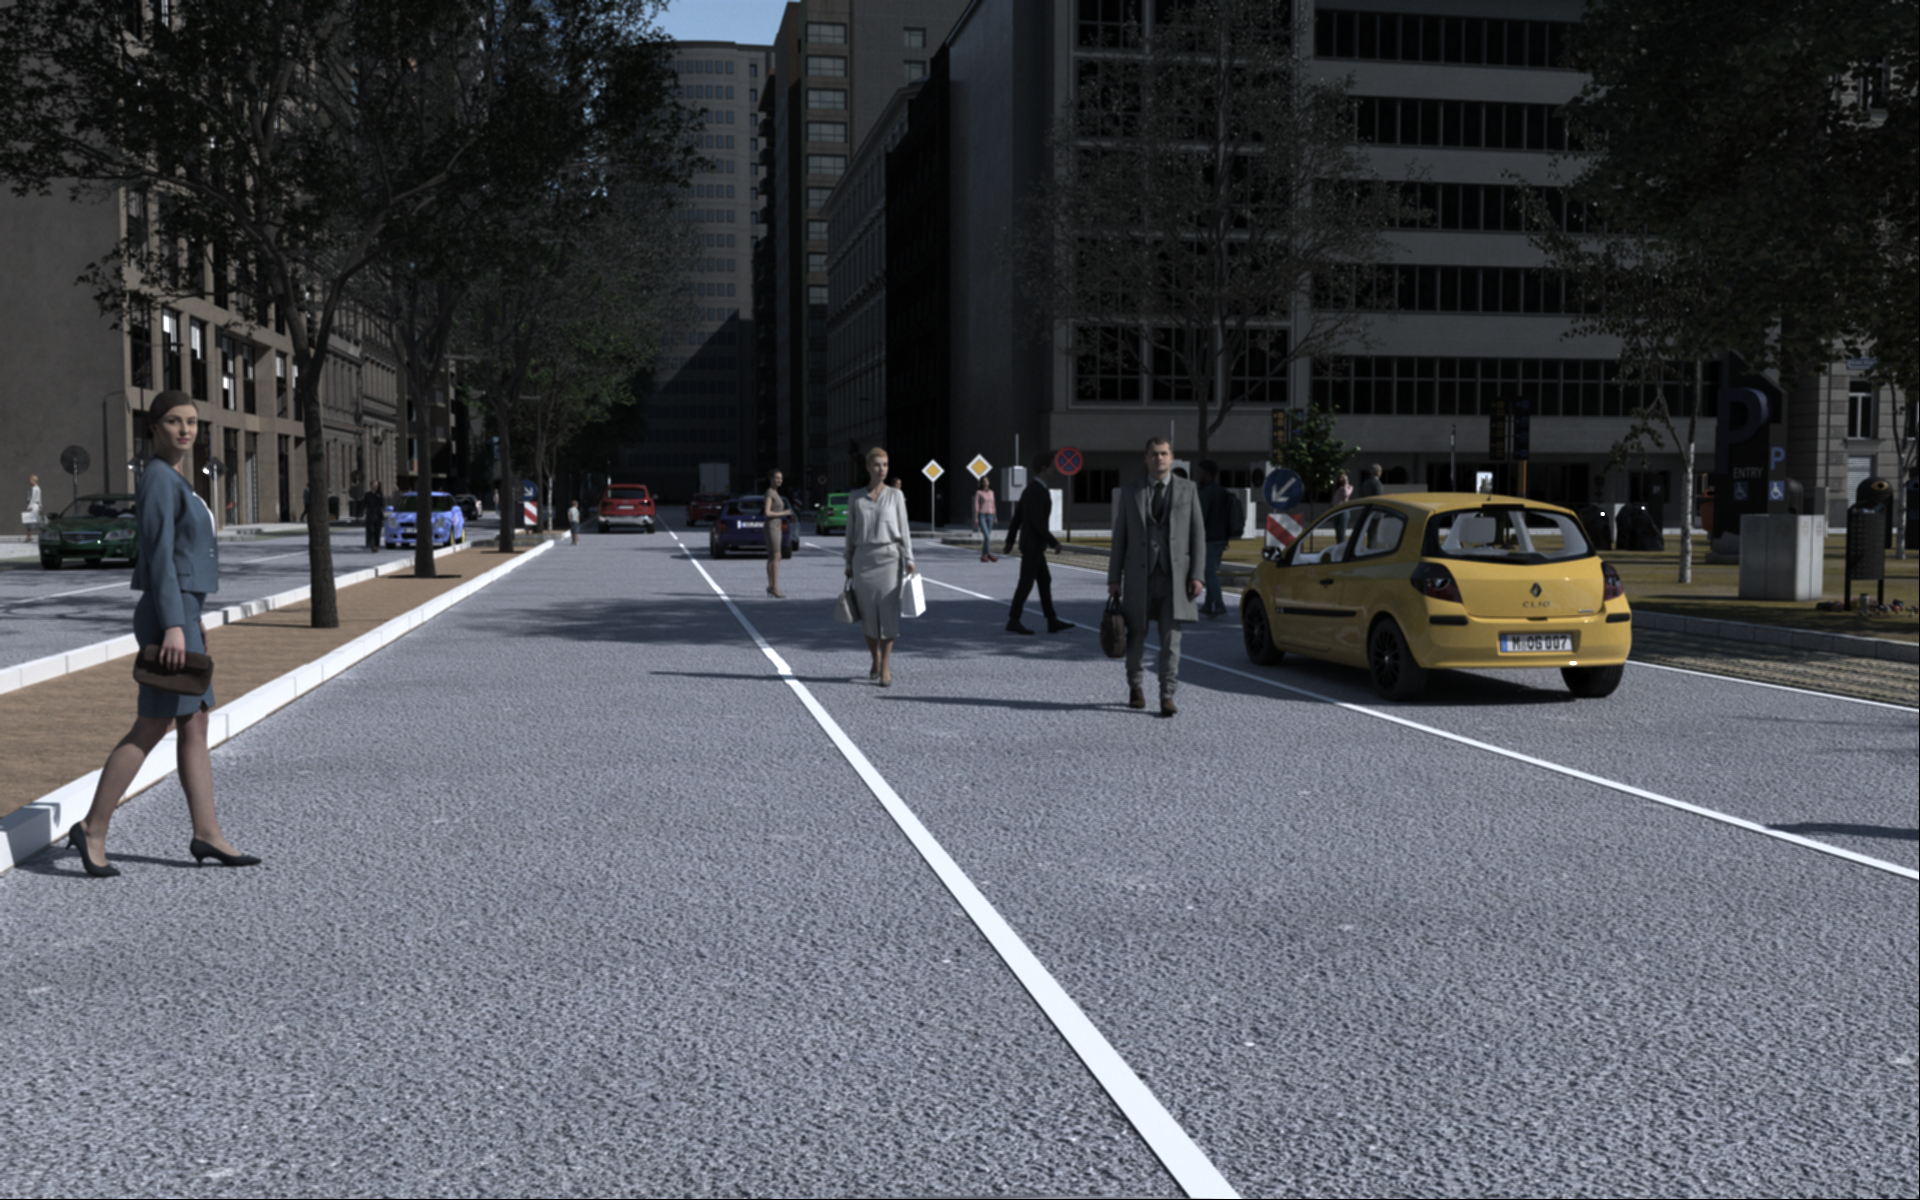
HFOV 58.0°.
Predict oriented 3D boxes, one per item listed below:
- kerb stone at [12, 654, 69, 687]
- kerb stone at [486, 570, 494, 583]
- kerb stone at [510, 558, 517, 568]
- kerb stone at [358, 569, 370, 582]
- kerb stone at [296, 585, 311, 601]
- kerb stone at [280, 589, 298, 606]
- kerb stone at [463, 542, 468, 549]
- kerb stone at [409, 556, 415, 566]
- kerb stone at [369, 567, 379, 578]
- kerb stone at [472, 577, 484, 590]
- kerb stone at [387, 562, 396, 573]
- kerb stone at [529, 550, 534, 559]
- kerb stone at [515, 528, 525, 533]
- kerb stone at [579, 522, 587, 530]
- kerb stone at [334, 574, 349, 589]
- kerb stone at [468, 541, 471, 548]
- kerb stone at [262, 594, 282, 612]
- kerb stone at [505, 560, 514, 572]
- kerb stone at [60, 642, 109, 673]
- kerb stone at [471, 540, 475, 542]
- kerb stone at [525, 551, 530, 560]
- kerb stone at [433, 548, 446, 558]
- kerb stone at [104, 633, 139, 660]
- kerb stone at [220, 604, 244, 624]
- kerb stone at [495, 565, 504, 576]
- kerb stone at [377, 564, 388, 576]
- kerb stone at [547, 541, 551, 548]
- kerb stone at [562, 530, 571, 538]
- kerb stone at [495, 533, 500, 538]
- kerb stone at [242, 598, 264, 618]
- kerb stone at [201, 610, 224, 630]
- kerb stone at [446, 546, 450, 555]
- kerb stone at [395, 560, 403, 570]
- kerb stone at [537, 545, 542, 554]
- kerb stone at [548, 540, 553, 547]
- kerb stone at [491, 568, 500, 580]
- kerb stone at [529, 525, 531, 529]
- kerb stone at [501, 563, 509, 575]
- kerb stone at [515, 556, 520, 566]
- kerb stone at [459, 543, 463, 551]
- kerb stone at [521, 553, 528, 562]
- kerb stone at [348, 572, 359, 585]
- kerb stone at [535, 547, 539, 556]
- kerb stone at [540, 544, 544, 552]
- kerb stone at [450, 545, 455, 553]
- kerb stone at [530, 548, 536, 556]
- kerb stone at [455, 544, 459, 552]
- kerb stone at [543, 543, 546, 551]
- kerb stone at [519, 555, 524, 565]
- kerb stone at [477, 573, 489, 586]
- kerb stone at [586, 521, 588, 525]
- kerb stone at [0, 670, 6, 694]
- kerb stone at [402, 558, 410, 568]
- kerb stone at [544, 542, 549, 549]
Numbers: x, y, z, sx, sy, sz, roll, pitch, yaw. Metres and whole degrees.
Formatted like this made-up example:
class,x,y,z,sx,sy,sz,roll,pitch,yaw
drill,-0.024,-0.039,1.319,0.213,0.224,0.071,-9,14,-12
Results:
class,x,y,z,sx,sy,sz,roll,pitch,yaw
kerb stone,-7.051,0.549,13.216,0.120,0.150,1.000,-1,4,-10
kerb stone,-7.594,-0.337,27.702,0.120,0.150,1.000,-1,4,-10
kerb stone,-8.527,-0.645,32.744,0.120,0.150,1.000,-1,4,-10
kerb stone,-9.844,-0.376,28.346,0.120,0.150,1.000,-1,4,-10
kerb stone,-8.907,-0.063,23.306,0.120,0.150,1.000,-1,4,-10
kerb stone,-8.718,0.000,22.295,0.120,0.150,1.000,-1,4,-10
kerb stone,-12.822,-1.360,44.491,0.120,0.150,1.000,-1,4,-10
kerb stone,-10.961,-0.745,34.395,0.120,0.150,1.000,-1,4,-10
kerb stone,-10.029,-0.435,29.360,0.120,0.150,1.000,-1,4,-10
kerb stone,-7.212,-0.212,25.692,0.120,0.150,1.000,-1,4,-10
kerb stone,-10.400,-0.561,31.375,0.120,0.150,1.000,-1,4,-10
kerb stone,-9.452,-0.954,37.789,0.120,0.150,1.000,-1,4,-10
kerb stone,-16.833,-2.691,66.194,0.120,0.150,1.000,-1,4,-10
kerb stone,-16.256,-3.204,74.616,0.120,0.150,1.000,-1,4,-10
kerb stone,-9.470,-0.253,26.327,0.120,0.150,1.000,-1,4,-10
kerb stone,-13.014,-1.425,45.501,0.120,0.150,1.000,-1,4,-10
kerb stone,-8.531,0.057,21.290,0.120,0.150,1.000,-1,4,-10
kerb stone,-8.329,-0.584,31.741,0.120,0.150,1.000,-1,4,-10
kerb stone,-7.233,0.487,14.237,0.120,0.150,1.000,-1,4,-10
kerb stone,-13.195,-1.485,46.515,0.120,0.150,1.000,-1,4,-10
kerb stone,-9.272,-0.887,36.775,0.120,0.150,1.000,-1,4,-10
kerb stone,-11.891,-1.052,39.452,0.120,0.150,1.000,-1,4,-10
kerb stone,-7.419,0.425,15.244,0.120,0.150,1.000,-1,4,-10
kerb stone,-8.169,0.179,19.270,0.120,0.150,1.000,-1,4,-10
kerb stone,-7.964,-0.460,29.721,0.120,0.150,1.000,-1,4,-10
kerb stone,-10.215,-0.499,30.370,0.120,0.150,1.000,-1,4,-10
kerb stone,-10.754,-1.383,44.854,0.120,0.150,1.000,-1,4,-10
kerb stone,-13.272,-2.215,58.487,0.120,0.150,1.000,-1,4,-10
kerb stone,-15.150,-2.132,57.121,0.120,0.150,1.000,-1,4,-10
kerb stone,-8.350,0.117,20.275,0.120,0.150,1.000,-1,4,-10
kerb stone,-7.976,0.246,18.266,0.120,0.150,1.000,-1,4,-10
kerb stone,-12.083,-1.117,40.456,0.120,0.150,1.000,-1,4,-10
kerb stone,-10.586,-0.623,32.380,0.120,0.150,1.000,-1,4,-10
kerb stone,-10.005,-1.136,40.809,0.120,0.150,1.000,-1,4,-10
kerb stone,-10.945,-1.448,45.876,0.120,0.150,1.000,-1,4,-10
kerb stone,-7.768,-0.393,28.714,0.120,0.150,1.000,-1,4,-10
kerb stone,-17.572,-2.937,70.219,0.120,0.150,1.000,-1,4,-10
kerb stone,-8.148,-0.520,30.736,0.120,0.150,1.000,-1,4,-10
kerb stone,-8.716,-0.707,33.760,0.120,0.150,1.000,-1,4,-10
kerb stone,-12.642,-1.301,43.472,0.120,0.150,1.000,-1,4,-10
kerb stone,-9.080,-0.824,35.771,0.120,0.150,1.000,-1,4,-10
kerb stone,-9.664,-0.315,27.340,0.120,0.150,1.000,-1,4,-10
kerb stone,-9.826,-1.077,39.803,0.120,0.150,1.000,-1,4,-10
kerb stone,-10.191,-1.201,41.827,0.120,0.150,1.000,-1,4,-10
kerb stone,-12.261,-1.178,41.462,0.120,0.150,1.000,-1,4,-10
kerb stone,-9.640,-1.010,38.798,0.120,0.150,1.000,-1,4,-10
kerb stone,-12.449,-1.240,42.467,0.120,0.150,1.000,-1,4,-10
kerb stone,-10.382,-1.263,42.842,0.120,0.150,1.000,-1,4,-10
kerb stone,-8.893,-0.769,34.766,0.120,0.150,1.000,-1,4,-10
kerb stone,-7.402,-0.275,26.699,0.120,0.150,1.000,-1,4,-10
kerb stone,-16.445,-3.267,75.631,0.120,0.150,1.000,-1,4,-10
kerb stone,-6.862,0.612,12.207,0.120,0.150,1.000,-1,4,-10
kerb stone,-10.777,-0.684,33.386,0.120,0.150,1.000,-1,4,-10
kerb stone,-10.571,-1.324,43.849,0.120,0.150,1.000,-1,4,-10
